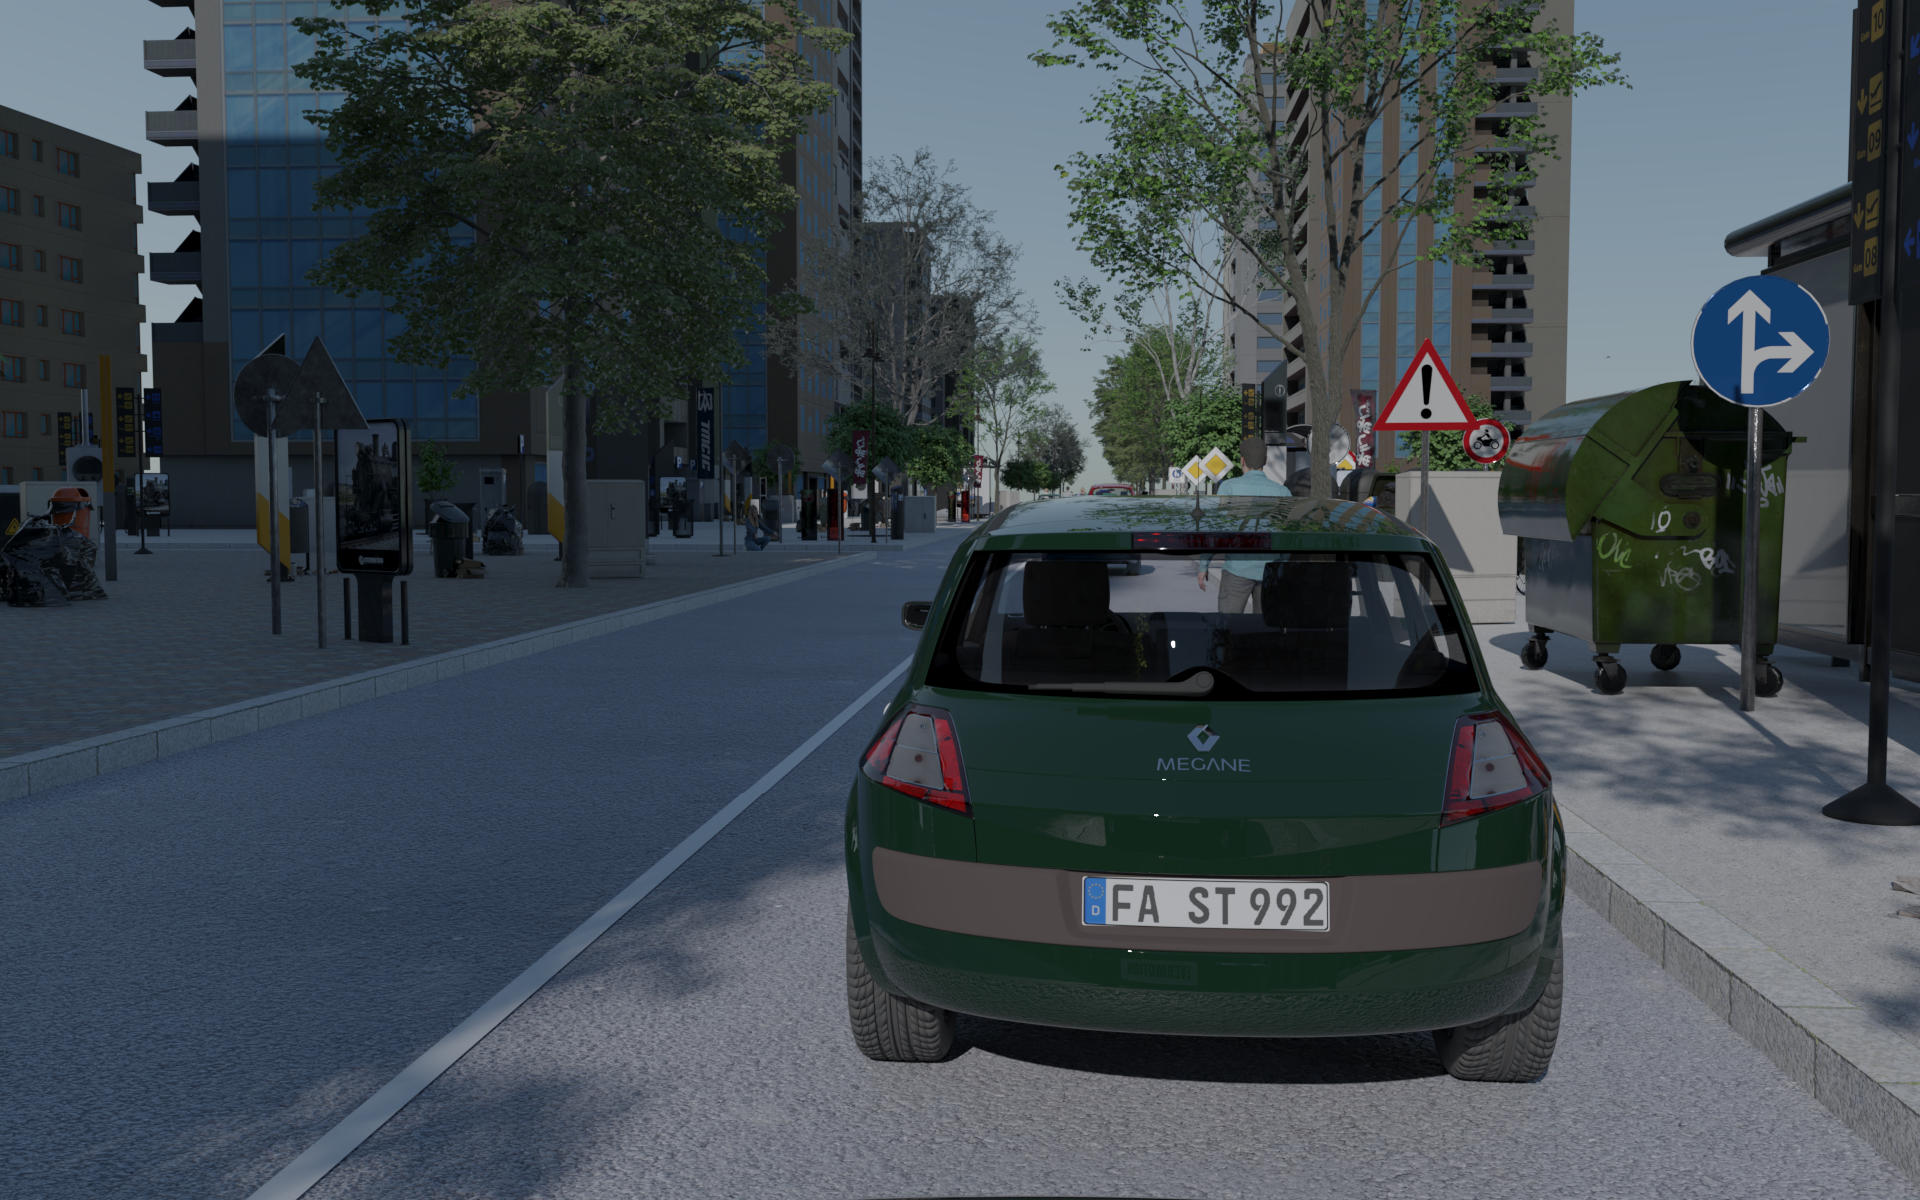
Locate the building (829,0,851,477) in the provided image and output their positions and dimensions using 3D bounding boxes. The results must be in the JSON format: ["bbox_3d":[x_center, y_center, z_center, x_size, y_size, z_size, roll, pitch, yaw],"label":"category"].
[{"bbox_3d":[-23.495,-33.422,135.693,28.713,52.752,27.495,0,4,5],"label":"building"}]

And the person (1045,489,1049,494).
[{"bbox_3d":[5.699,-6.413,113.575,0.641,1.798,0.478,-1,4,-13],"label":"person"}]

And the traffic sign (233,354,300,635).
[{"bbox_3d":[-6.255,-0.958,15.777,0.768,2.556,0.104,0,4,7],"label":"traffic sign"}]

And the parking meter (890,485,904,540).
[{"bbox_3d":[-1.765,-2.464,48.696,0.372,1.533,0.369,0,3,0],"label":"parking meter"}]

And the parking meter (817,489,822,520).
[{"bbox_3d":[-7.039,-4.748,86.044,0.372,1.533,0.369,0,3,0],"label":"parking meter"}]

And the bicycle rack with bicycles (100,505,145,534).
[{"bbox_3d":[-27.725,-2.626,56.317,2.852,0.926,2.925,-1,4,-21],"label":"bicycle rack with bicycles"}]

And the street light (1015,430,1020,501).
[{"bbox_3d":[4.127,-9.103,121.622,0.468,5.910,1.993,0,4,5],"label":"street light"}]

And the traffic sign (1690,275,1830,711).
[{"bbox_3d":[4.665,-0.616,10.186,0.768,2.556,0.104,1,4,8],"label":"traffic sign"}]

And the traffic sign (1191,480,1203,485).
[{"bbox_3d":[13.060,-5.845,95.679,0.768,2.556,0.104,0,4,8],"label":"traffic sign"}]

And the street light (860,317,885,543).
[{"bbox_3d":[-2.270,-4.441,45.405,0.468,5.910,1.993,0,4,5],"label":"street light"}]

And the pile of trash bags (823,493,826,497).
[{"bbox_3d":[-7.087,-5.448,98.825,1.912,1.369,3.447,1,4,10],"label":"pile of trash bags"}]

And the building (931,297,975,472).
[{"bbox_3d":[-5.210,-30.147,264.610,14.160,30.474,14.107,0,4,5],"label":"building"}]

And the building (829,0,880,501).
[{"bbox_3d":[-17.521,-44.065,158.719,20.563,71.187,20.611,0,4,5],"label":"building"}]

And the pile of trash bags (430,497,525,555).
[{"bbox_3d":[-10.927,-1.650,36.729,3.447,1.369,1.912,0,4,-5],"label":"pile of trash bags"}]

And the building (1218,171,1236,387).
[{"bbox_3d":[54.004,-41.116,261.481,28.713,52.752,27.495,0,4,5],"label":"building"}]

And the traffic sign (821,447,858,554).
[{"bbox_3d":[-2.585,-2.051,37.173,0.795,2.450,0.064,0,4,5],"label":"traffic sign"}]

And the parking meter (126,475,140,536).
[{"bbox_3d":[-25.533,-2.920,53.457,0.255,1.863,0.399,-1,4,-9],"label":"parking meter"}]

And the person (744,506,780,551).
[{"bbox_3d":[-4.639,-1.607,40.270,0.738,1.151,1.012,3,4,38],"label":"person"}]

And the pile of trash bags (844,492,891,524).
[{"bbox_3d":[-3.771,-3.994,75.047,3.447,1.369,1.912,1,4,9],"label":"pile of trash bags"}]

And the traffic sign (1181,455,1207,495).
[{"bbox_3d":[6.054,-2.495,44.436,0.795,2.450,0.064,0,4,5],"label":"traffic sign"}]

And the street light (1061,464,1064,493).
[{"bbox_3d":[14.334,-16.448,241.708,0.468,5.910,1.993,0,4,5],"label":"street light"}]

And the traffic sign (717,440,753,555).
[{"bbox_3d":[-4.765,-2.170,36.663,0.795,2.450,0.064,1,4,14],"label":"traffic sign"}]

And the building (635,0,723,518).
[{"bbox_3d":[-20.908,-19.494,90.433,14.160,30.474,14.107,0,4,5],"label":"building"}]

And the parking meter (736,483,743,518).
[{"bbox_3d":[-11.614,-5.227,91.176,0.255,1.863,0.399,-3,5,-43],"label":"parking meter"}]

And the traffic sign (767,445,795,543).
[{"bbox_3d":[-4.661,-2.742,44.933,0.768,2.556,0.104,1,4,15],"label":"traffic sign"}]

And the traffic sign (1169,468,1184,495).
[{"bbox_3d":[8.333,-3.942,66.586,0.606,2.300,0.079,1,4,11],"label":"traffic sign"}]

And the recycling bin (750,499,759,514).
[{"bbox_3d":[-9.354,-4.185,80.981,0.722,1.027,0.722,1,4,10],"label":"recycling bin"}]

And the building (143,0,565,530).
[{"bbox_3d":[-21.479,-25.549,67.837,14.600,45.320,14.200,0,4,5],"label":"building"}]

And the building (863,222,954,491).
[{"bbox_3d":[-16.733,-33.039,232.073,32.217,40.220,23.993,0,4,5],"label":"building"}]

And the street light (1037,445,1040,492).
[{"bbox_3d":[7.255,-11.381,158.864,0.468,5.910,1.993,0,4,5],"label":"street light"}]

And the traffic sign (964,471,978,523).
[{"bbox_3d":[0.439,-4.643,77.101,0.795,2.450,0.064,0,4,7],"label":"traffic sign"}]

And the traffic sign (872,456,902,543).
[{"bbox_3d":[-1.910,-2.537,45.129,0.795,2.450,0.064,0,4,5],"label":"traffic sign"}]

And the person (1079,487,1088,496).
[{"bbox_3d":[6.510,-5.052,91.289,0.537,1.800,0.526,0,4,8],"label":"person"}]

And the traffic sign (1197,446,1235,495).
[{"bbox_3d":[5.379,-2.008,36.479,0.795,2.450,0.064,0,4,5],"label":"traffic sign"}]

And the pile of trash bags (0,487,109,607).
[{"bbox_3d":[-11.296,-0.685,20.955,1.912,1.369,3.447,0,4,-8],"label":"pile of trash bags"}]

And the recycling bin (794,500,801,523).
[{"bbox_3d":[-7.377,-4.016,78.216,0.722,1.027,0.722,3,4,36],"label":"recycling bin"}]

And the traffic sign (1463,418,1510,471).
[{"bbox_3d":[8.837,-1.776,29.149,0.768,2.556,0.104,1,4,11],"label":"traffic sign"}]

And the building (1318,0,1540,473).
[{"bbox_3d":[35.858,-29.653,134.938,14.600,45.320,14.200,0,4,5],"label":"building"}]

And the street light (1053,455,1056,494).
[{"bbox_3d":[11.140,-14.170,204.471,0.468,5.910,1.993,0,4,5],"label":"street light"}]

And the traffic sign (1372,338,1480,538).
[{"bbox_3d":[3.907,-0.891,14.574,0.884,2.594,0.081,0,4,6],"label":"traffic sign"}]

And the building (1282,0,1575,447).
[{"bbox_3d":[40.268,-32.336,152.397,21.300,48.544,21.600,0,4,5],"label":"building"}]

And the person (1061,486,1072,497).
[{"bbox_3d":[5.493,-4.947,89.230,0.661,1.843,0.795,1,4,19],"label":"person"}]

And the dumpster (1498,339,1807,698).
[{"bbox_3d":[4.615,-0.564,11.716,1.502,2.255,1.985,0,4,5],"label":"dumpster"}]

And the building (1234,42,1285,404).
[{"bbox_3d":[47.663,-42.257,232.907,21.231,58.520,28.212,0,4,5],"label":"building"}]

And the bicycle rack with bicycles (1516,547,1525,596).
[{"bbox_3d":[6.923,-0.482,21.256,2.852,0.926,2.925,0,4,-7],"label":"bicycle rack with bicycles"}]

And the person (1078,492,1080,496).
[{"bbox_3d":[10.073,-8.266,143.513,0.709,1.838,0.599,1,4,20],"label":"person"}]

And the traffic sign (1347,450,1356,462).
[{"bbox_3d":[10.835,-2.990,48.991,0.768,2.556,0.104,1,4,9],"label":"traffic sign"}]

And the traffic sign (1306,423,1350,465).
[{"bbox_3d":[6.507,-1.869,30.671,0.768,2.556,0.104,0,4,7],"label":"traffic sign"}]

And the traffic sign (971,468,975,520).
[{"bbox_3d":[0.589,-5.258,86.081,0.768,2.556,0.104,0,4,5],"label":"traffic sign"}]

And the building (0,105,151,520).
[{"bbox_3d":[-57.106,-14.117,75.846,28.899,21.520,27.650,0,4,5],"label":"building"}]

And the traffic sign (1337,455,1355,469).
[{"bbox_3d":[10.786,-2.899,48.579,0.795,2.450,0.064,1,4,10],"label":"traffic sign"}]

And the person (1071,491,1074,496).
[{"bbox_3d":[11.788,-10.549,181.699,0.721,1.743,1.217,3,5,44],"label":"person"}]

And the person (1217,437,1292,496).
[{"bbox_3d":[1.980,-0.202,11.816,0.660,1.820,0.620,-1,4,-13],"label":"person"}]

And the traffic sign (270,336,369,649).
[{"bbox_3d":[-5.298,-0.875,14.315,0.884,2.594,0.081,1,4,10],"label":"traffic sign"}]

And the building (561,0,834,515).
[{"bbox_3d":[-16.129,-28.236,111.768,14.600,45.320,14.200,0,4,5],"label":"building"}]
